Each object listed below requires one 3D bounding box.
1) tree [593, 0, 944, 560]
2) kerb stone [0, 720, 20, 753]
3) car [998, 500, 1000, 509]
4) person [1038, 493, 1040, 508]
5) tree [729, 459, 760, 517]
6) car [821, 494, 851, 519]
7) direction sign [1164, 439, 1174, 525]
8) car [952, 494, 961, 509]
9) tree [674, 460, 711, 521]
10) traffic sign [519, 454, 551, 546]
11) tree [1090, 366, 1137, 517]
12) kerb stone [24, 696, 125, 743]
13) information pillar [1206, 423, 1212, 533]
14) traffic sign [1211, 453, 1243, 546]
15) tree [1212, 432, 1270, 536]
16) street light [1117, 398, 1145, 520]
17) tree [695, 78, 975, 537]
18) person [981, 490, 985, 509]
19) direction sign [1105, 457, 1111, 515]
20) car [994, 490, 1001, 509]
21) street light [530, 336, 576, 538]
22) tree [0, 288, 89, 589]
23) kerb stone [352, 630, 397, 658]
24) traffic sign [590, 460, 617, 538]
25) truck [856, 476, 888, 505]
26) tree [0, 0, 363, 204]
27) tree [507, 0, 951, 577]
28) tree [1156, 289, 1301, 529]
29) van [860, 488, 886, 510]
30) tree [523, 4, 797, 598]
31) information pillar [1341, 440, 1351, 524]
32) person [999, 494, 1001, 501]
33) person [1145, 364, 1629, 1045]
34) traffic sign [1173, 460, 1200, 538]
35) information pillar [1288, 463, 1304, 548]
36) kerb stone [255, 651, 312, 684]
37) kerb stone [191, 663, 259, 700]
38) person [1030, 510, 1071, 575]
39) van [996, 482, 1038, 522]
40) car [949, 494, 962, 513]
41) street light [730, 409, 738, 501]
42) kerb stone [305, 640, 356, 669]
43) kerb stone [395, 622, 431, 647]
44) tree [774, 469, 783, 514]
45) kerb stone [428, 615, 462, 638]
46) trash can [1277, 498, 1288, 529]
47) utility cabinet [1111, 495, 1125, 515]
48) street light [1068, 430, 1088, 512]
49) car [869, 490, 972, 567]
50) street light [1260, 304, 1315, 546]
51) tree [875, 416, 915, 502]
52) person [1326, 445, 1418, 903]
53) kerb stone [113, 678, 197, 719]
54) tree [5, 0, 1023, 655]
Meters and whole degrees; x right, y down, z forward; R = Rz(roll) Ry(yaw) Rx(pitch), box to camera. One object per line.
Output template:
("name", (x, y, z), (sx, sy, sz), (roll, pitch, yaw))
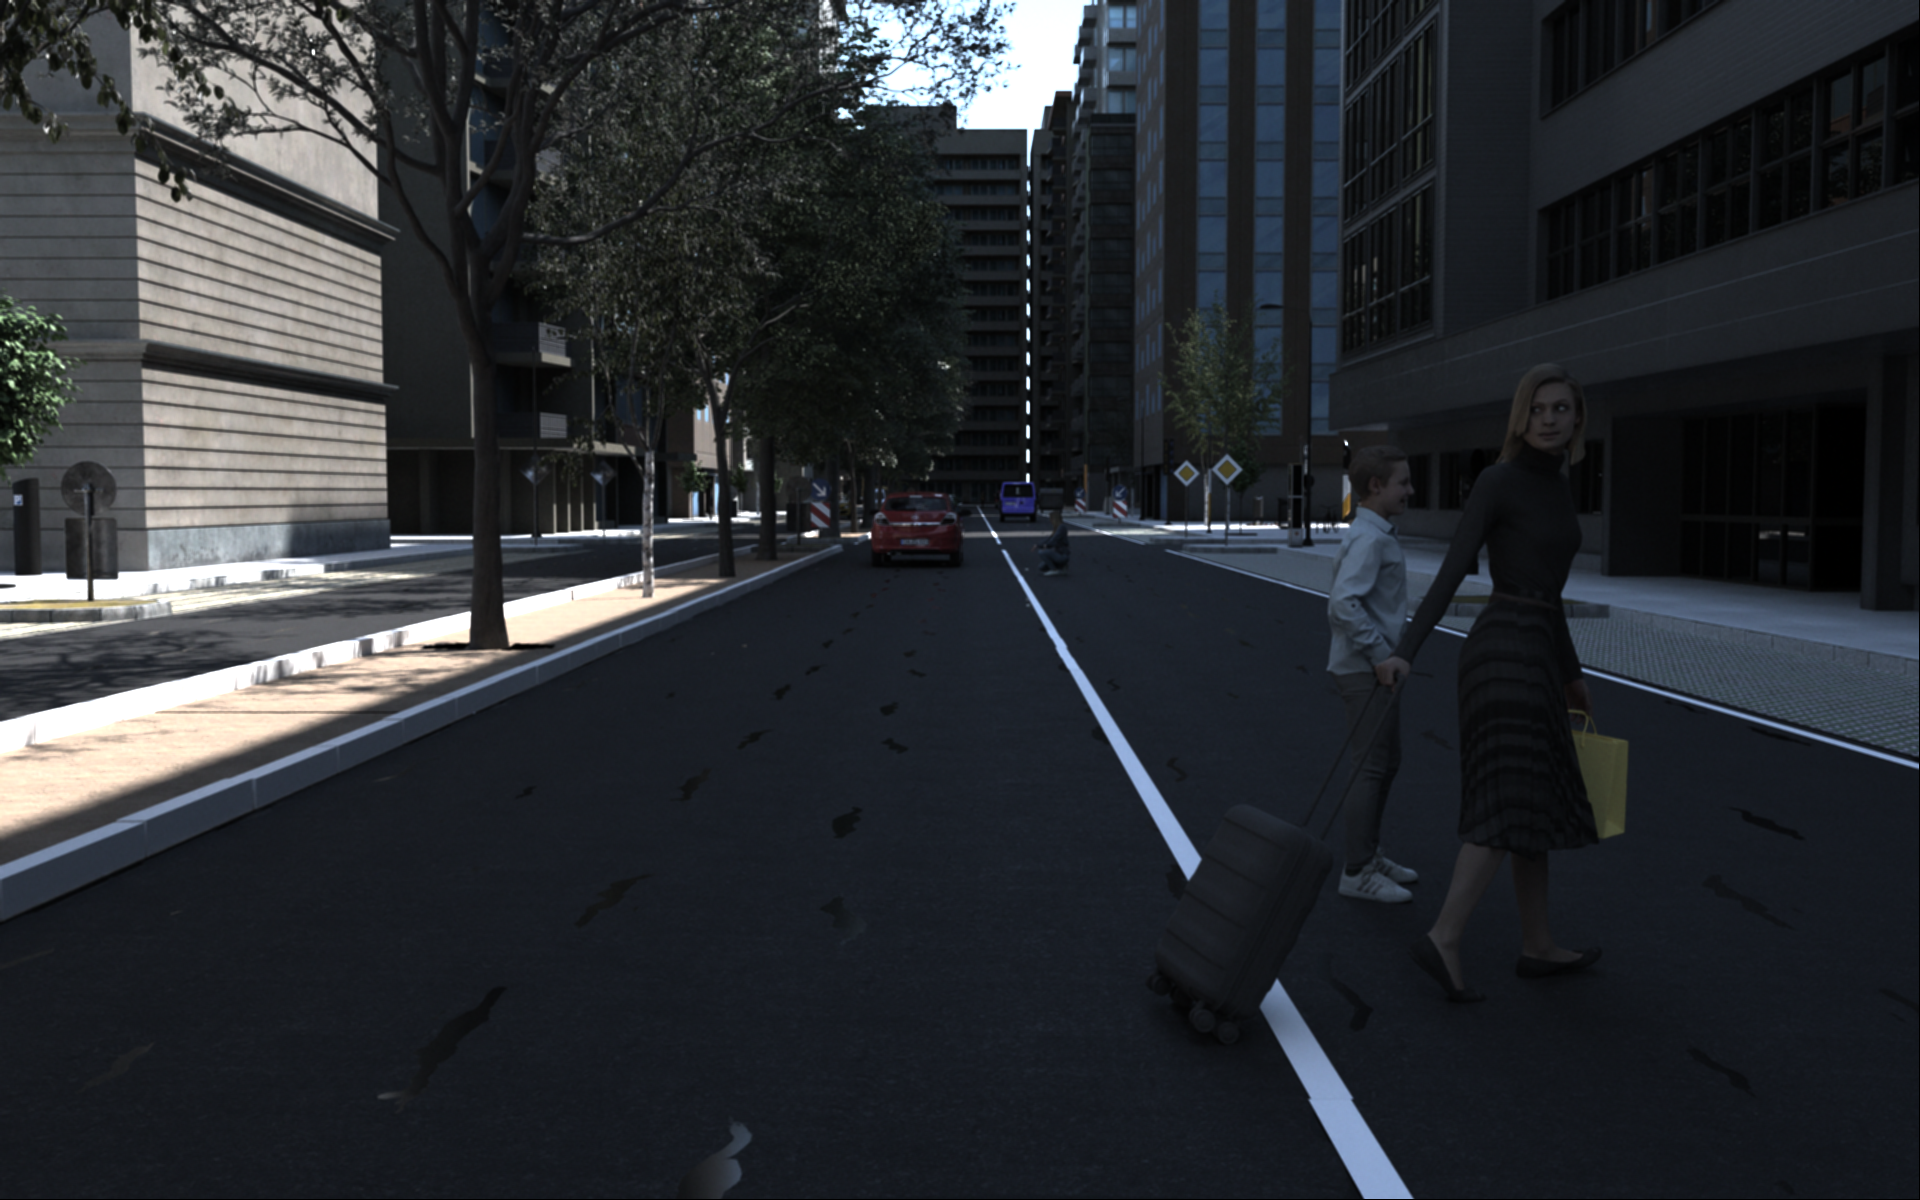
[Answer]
("tree", (-4.256, -7.145, 37.402), (7.486, 12.596, 7.792), (0, 3, 0))
("kerb stone", (-5.337, 0.784, 9.371), (0.120, 0.150, 1.000), (0, 4, 0))
("car", (4.533, -9.207, 162.332), (2.131, 1.459, 4.920), (0, 4, -2))
("person", (7.531, -9.378, 161.823), (0.705, 1.826, 1.348), (-2, 4, -35))
("tree", (-12.210, -6.202, 95.998), (1.663, 3.219, 1.824), (0, 3, 0))
("car", (-7.213, -5.619, 102.094), (2.015, 1.641, 3.980), (0, 4, -1))
("direction sign", (8.597, -4.855, 71.379), (0.379, 3.537, 0.876), (-1, 4, -20))
("car", (-0.973, -9.522, 167.486), (2.131, 1.459, 4.920), (0, 4, 1))
("tree", (-12.801, -5.410, 83.058), (1.663, 3.219, 1.824), (0, 3, 0))
("traffic sign", (-10.511, -2.400, 42.882), (0.795, 2.450, 0.064), (0, 4, 0))
("tree", (9.619, -9.070, 98.663), (4.360, 8.622, 3.978), (0, 3, 0))
("kerb stone", (-5.334, 0.722, 10.393), (0.120, 0.150, 1.000), (0, 4, 0))
("information pillar", (8.187, -4.003, 56.802), (0.183, 3.616, 0.504), (0, 4, 7))
("traffic sign", (6.582, -2.393, 42.762), (0.795, 2.450, 0.064), (0, 4, 0))
("tree", (8.634, -3.634, 54.016), (1.663, 3.219, 1.824), (0, 3, 0))
("street light", (8.337, -6.834, 84.273), (1.470, 5.913, 1.316), (0, 4, 0))
("tree", (-4.088, -8.867, 54.089), (9.857, 13.997, 8.962), (0, 3, 0))
("person", (2.270, -9.814, 169.055), (0.705, 1.812, 1.348), (0, 4, -3))
("direction sign", (9.153, -7.046, 107.196), (0.379, 3.537, 0.876), (1, 4, 18))
("car", (4.477, -9.965, 171.597), (2.281, 1.827, 5.304), (0, 4, 1))
("street light", (-11.939, -4.790, 50.860), (1.470, 5.913, 1.316), (0, 4, 0))
("tree", (-13.579, -2.431, 23.465), (4.285, 4.588, 4.351), (0, 3, 0))
("kerb stone", (-5.302, 0.408, 15.530), (0.120, 0.150, 1.000), (0, 4, 0))
("traffic sign", (-10.464, -2.888, 50.867), (0.795, 2.450, 0.064), (0, 4, 0))
("truck", (-6.725, -9.050, 143.889), (3.469, 3.379, 9.791), (0, 4, 0))
("tree", (-4.291, -3.331, 7.285), (4.360, 8.622, 3.978), (0, 3, 0))
("tree", (-3.981, -5.686, 29.832), (8.767, 10.594, 7.601), (0, 4, 0))
("tree", (9.999, -6.884, 62.922), (4.737, 8.622, 4.395), (0, 3, 0))
("van", (-5.854, -6.889, 119.644), (2.013, 2.044, 4.112), (0, 4, -1))
("tree", (-4.306, -4.343, 23.824), (4.360, 8.622, 3.978), (0, 3, 0))
("information pillar", (16.731, -5.113, 74.945), (0.183, 3.616, 0.504), (-1, 4, -20))
("person", (2.801, -6.285, 112.104), (0.563, 1.720, 0.643), (-1, 4, -18))
("person", (1.268, 0.232, 4.920), (1.509, 1.804, 0.699), (-1, 4, -12))
("traffic sign", (6.629, -2.881, 50.747), (0.795, 2.450, 0.064), (0, 4, 0))
("information pillar", (8.054, -2.266, 41.548), (0.304, 2.012, 0.304), (0, 4, -3))
("kerb stone", (-5.316, 0.535, 13.477), (0.120, 0.150, 1.000), (0, 4, 0))
("kerb stone", (-5.324, 0.598, 12.445), (0.120, 0.150, 1.000), (0, 4, 0))
("person", (1.594, -1.015, 30.600), (0.738, 1.151, 1.012), (0, 4, 4))
("van", (3.004, -5.253, 90.268), (2.240, 2.365, 5.245), (0, 4, 1))
("car", (-0.954, -4.363, 83.132), (2.131, 1.459, 4.920), (0, 4, 0))
("street light", (-11.730, -7.342, 92.582), (1.470, 5.913, 1.316), (0, 4, 0))
("kerb stone", (-5.313, 0.472, 14.498), (0.120, 0.150, 1.000), (0, 4, 0))
("kerb stone", (-5.293, 0.345, 16.551), (0.120, 0.150, 1.000), (0, 4, 0))
("tree", (-12.188, -7.226, 112.751), (1.663, 3.219, 1.824), (0, 3, 0))
("kerb stone", (-5.288, 0.283, 17.573), (0.120, 0.150, 1.000), (0, 4, 0))
("trash can", (11.989, -3.176, 63.586), (0.748, 1.137, 0.748), (0, 3, 0))
("utility cabinet", (9.450, -5.800, 103.509), (0.318, 1.500, 1.173), (-1, 4, -23))
("street light", (8.552, -9.365, 125.664), (1.470, 5.913, 1.316), (0, 4, 0))
("car", (-0.837, -1.626, 35.633), (2.155, 1.783, 4.494), (0, 4, 1))
("street light", (8.011, -4.273, 42.401), (1.470, 5.913, 1.316), (0, 4, 0))
("tree", (-3.936, -7.781, 80.032), (4.737, 8.622, 4.395), (0, 3, 0))
("person", (1.474, 0.253, 6.171), (0.330, 1.601, 0.589), (2, 4, 27))
("kerb stone", (-5.330, 0.659, 11.418), (0.120, 0.150, 1.000), (0, 4, 0))
("tree", (-4.311, -6.274, 15.406), (12.009, 13.543, 11.850), (0, 3, 0))
